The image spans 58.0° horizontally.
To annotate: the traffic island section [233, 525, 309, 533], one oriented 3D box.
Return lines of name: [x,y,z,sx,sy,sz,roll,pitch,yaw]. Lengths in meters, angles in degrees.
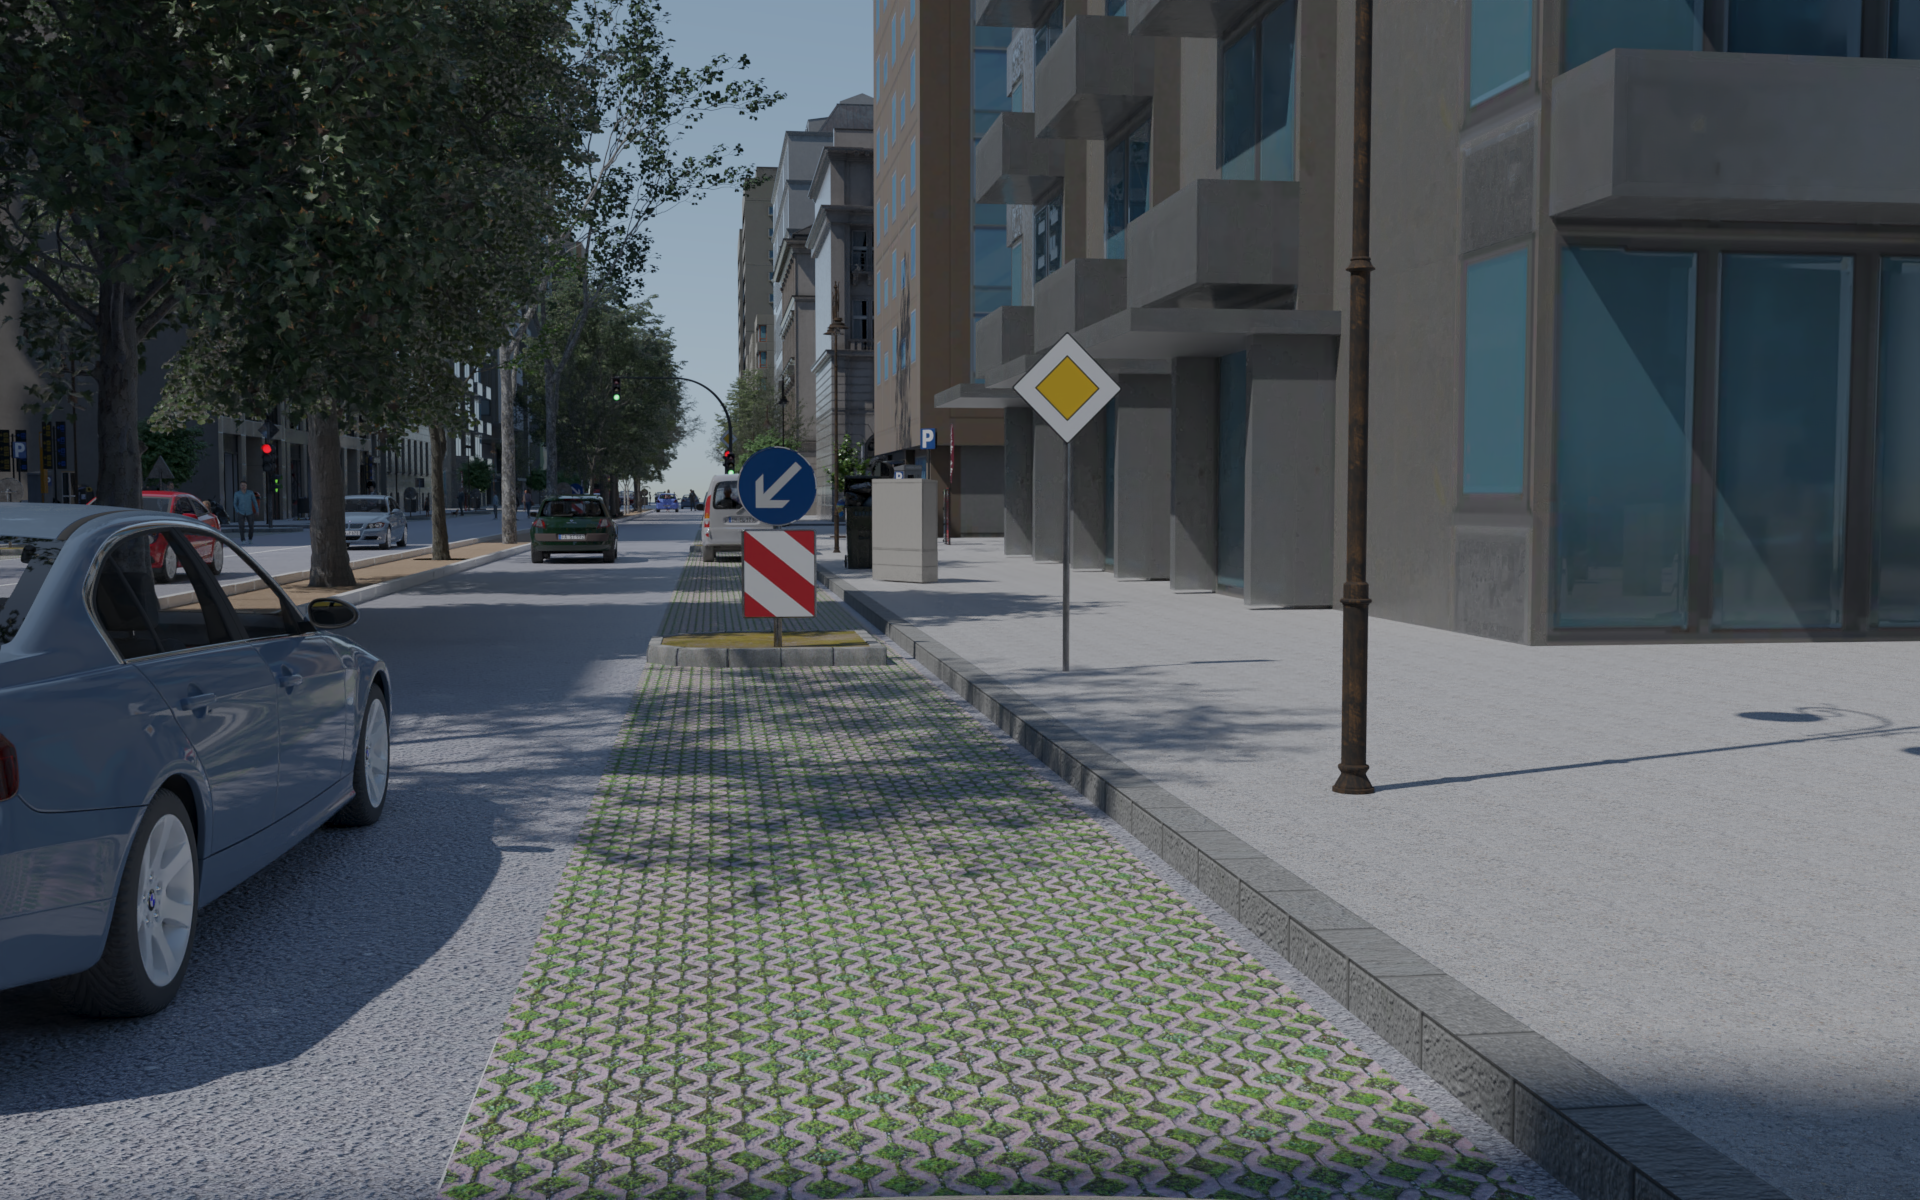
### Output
traffic island section: [-26.070,-2.640,65.449,2.009,0.180,2.903,-1,4,-8]

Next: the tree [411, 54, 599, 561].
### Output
tree: [-11.309,-6.658,37.078,9.928,11.665,9.643,0,3,0]

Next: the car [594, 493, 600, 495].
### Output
car: [-39.410,-10.869,187.293,1.945,1.707,3.694,0,4,-6]

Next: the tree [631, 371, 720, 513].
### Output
tree: [-24.611,-13.437,132.524,12.009,13.543,11.850,0,3,0]

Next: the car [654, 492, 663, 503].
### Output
car: [-49.006,-16.848,284.143,2.281,1.827,5.304,-1,4,-9]

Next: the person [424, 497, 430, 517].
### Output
person: [-32.128,-5.573,104.280,0.373,1.253,0.362,2,4,34]

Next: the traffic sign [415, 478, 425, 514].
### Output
traffic sign: [-34.415,-6.619,110.349,0.606,2.300,0.079,0,4,0]

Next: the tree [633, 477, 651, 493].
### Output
tree: [-23.575,-10.404,122.929,4.360,8.622,3.978,0,3,0]

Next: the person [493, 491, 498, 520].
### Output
person: [-26.207,-5.345,97.694,0.330,1.601,0.589,0,4,4]

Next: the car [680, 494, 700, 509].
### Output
car: [-25.787,-9.385,165.450,2.014,1.417,4.499,-1,4,-9]

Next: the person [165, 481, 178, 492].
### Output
person: [-23.886,-2.674,52.326,0.635,1.810,0.391,-3,5,-45]

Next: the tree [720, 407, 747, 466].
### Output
tree: [-29.848,-19.875,235.326,12.009,13.543,11.850,0,3,0]

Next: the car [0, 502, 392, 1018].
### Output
car: [-3.203,0.372,5.928,2.014,1.417,4.499,0,4,-7]

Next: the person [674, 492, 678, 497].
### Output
person: [-50.481,-18.203,306.127,1.348,1.823,0.705,1,4,20]

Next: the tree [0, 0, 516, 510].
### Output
tree: [-8.107,-5.927,16.378,9.611,12.733,9.660,0,3,0]

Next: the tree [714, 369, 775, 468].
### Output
tree: [-18.875,-14.606,156.942,7.486,12.596,7.792,0,3,0]

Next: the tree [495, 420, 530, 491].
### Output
tree: [-42.111,-13.110,164.712,4.360,8.622,3.978,0,3,0]

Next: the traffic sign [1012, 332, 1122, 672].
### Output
traffic sign: [0.763,-0.689,12.455,0.795,2.450,0.064,0,4,-7]

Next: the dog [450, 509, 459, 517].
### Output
dog: [-31.096,-5.336,106.530,0.540,0.507,0.406,-1,4,-19]

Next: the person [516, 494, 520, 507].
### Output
person: [-20.279,-4.282,78.293,0.659,1.850,0.755,0,4,-6]

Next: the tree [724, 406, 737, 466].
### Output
tree: [-16.584,-11.356,136.029,4.360,8.622,3.978,0,3,0]

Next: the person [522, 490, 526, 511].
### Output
person: [-37.711,-8.646,150.416,0.990,1.755,0.434,2,4,35]

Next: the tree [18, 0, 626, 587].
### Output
tree: [-9.695,-7.167,26.285,9.857,13.997,8.962,0,3,0]

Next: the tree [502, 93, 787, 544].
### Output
tree: [-11.554,-11.615,48.246,12.611,20.169,13.585,0,3,0]

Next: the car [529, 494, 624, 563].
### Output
car: [-8.276,-1.683,37.301,2.009,1.686,4.222,-1,4,-10]

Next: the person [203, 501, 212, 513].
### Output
person: [-20.041,-2.009,46.015,0.373,1.253,0.362,-1,4,-10]

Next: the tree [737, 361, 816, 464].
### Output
tree: [-9.983,-8.862,95.250,4.360,8.622,3.978,0,3,0]

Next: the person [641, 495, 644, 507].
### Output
person: [-36.505,-11.608,198.420,0.705,1.807,1.348,2,4,33]

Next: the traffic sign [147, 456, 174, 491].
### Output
traffic sign: [-27.060,-3.587,58.648,0.884,2.594,0.081,0,4,-5]

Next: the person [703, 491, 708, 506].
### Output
person: [-8.909,-3.284,62.212,0.660,1.820,0.620,-1,4,-12]

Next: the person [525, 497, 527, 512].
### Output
person: [-35.135,-8.029,140.779,0.512,1.701,0.522,-1,4,-13]

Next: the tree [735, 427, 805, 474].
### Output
tree: [-9.190,-6.166,84.526,4.285,4.588,4.351,0,3,0]

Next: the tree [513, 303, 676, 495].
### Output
tree: [-17.988,-8.992,83.891,8.767,10.594,7.601,-1,4,-8]

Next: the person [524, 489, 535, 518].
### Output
person: [-25.361,-5.670,101.802,0.593,1.750,0.643,1,4,22]

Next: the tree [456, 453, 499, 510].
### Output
tree: [-38.681,-9.491,138.895,4.285,4.588,4.351,0,3,0]

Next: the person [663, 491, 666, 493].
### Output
person: [-29.635,-10.099,174.343,1.217,1.743,0.721,2,4,32]

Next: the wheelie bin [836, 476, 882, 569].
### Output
wheelie bin: [-1.633,-1.339,29.798,0.980,1.594,0.693,0,4,-6]

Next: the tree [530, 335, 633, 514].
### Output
tree: [-16.994,-7.654,77.962,4.360,8.622,3.978,0,3,0]

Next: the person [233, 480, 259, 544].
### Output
person: [-20.443,-2.512,49.591,0.660,1.820,0.620,-2,4,-30]

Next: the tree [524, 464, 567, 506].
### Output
tree: [-46.461,-12.709,191.507,4.285,4.588,4.351,0,3,0]

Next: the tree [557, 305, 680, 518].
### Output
tree: [-20.391,-11.085,101.823,7.486,12.596,7.792,0,3,0]

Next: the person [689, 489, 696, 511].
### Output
person: [-22.393,-8.372,145.182,0.655,1.846,0.447,-1,4,-13]

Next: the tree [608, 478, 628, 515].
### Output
tree: [-22.956,-10.123,118.331,4.737,8.622,4.395,0,3,0]

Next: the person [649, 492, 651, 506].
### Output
person: [-38.156,-12.504,213.627,0.721,1.739,1.217,0,4,-5]

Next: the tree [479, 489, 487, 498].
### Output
tree: [-39.953,-9.158,144.331,1.663,3.219,1.824,0,3,0]

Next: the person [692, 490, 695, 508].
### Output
person: [-28.208,-10.698,183.037,1.348,1.869,0.705,2,4,26]

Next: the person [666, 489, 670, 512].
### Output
person: [-23.581,-8.050,140.134,0.555,1.821,0.388,-2,4,-34]

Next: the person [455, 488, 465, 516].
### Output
person: [-32.720,-6.402,113.343,0.661,1.801,0.590,3,5,42]

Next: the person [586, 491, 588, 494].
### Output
person: [-40.930,-11.060,189.886,0.990,1.755,0.434,2,4,34]

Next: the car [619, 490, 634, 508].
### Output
car: [-35.628,-10.788,185.058,2.281,1.827,5.304,0,4,-6]

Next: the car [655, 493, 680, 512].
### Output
car: [-22.986,-7.739,136.122,1.945,1.707,3.694,0,4,-8]

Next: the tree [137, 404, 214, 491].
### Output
tree: [-28.878,-4.834,62.755,4.285,4.588,4.351,0,3,0]

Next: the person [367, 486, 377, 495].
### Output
person: [-26.398,-4.225,77.860,0.520,1.790,0.573,-2,4,-27]

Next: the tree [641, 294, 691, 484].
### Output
tree: [-19.068,-11.229,92.703,9.857,13.997,8.962,0,3,0]

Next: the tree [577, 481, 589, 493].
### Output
tree: [-57.890,-16.658,266.960,1.663,3.219,1.824,0,3,0]

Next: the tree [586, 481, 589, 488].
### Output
tree: [-56.468,-16.648,255.908,4.285,4.588,4.351,0,3,0]

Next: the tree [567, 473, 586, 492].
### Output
tree: [-51.276,-14.643,223.121,4.285,4.588,4.351,0,3,0]

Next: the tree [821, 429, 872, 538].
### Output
tree: [-3.405,-3.435,50.756,1.663,3.219,1.824,0,3,0]

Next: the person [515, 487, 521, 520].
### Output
person: [-24.267,-5.257,94.626,0.473,1.802,0.592,-2,4,-28]
